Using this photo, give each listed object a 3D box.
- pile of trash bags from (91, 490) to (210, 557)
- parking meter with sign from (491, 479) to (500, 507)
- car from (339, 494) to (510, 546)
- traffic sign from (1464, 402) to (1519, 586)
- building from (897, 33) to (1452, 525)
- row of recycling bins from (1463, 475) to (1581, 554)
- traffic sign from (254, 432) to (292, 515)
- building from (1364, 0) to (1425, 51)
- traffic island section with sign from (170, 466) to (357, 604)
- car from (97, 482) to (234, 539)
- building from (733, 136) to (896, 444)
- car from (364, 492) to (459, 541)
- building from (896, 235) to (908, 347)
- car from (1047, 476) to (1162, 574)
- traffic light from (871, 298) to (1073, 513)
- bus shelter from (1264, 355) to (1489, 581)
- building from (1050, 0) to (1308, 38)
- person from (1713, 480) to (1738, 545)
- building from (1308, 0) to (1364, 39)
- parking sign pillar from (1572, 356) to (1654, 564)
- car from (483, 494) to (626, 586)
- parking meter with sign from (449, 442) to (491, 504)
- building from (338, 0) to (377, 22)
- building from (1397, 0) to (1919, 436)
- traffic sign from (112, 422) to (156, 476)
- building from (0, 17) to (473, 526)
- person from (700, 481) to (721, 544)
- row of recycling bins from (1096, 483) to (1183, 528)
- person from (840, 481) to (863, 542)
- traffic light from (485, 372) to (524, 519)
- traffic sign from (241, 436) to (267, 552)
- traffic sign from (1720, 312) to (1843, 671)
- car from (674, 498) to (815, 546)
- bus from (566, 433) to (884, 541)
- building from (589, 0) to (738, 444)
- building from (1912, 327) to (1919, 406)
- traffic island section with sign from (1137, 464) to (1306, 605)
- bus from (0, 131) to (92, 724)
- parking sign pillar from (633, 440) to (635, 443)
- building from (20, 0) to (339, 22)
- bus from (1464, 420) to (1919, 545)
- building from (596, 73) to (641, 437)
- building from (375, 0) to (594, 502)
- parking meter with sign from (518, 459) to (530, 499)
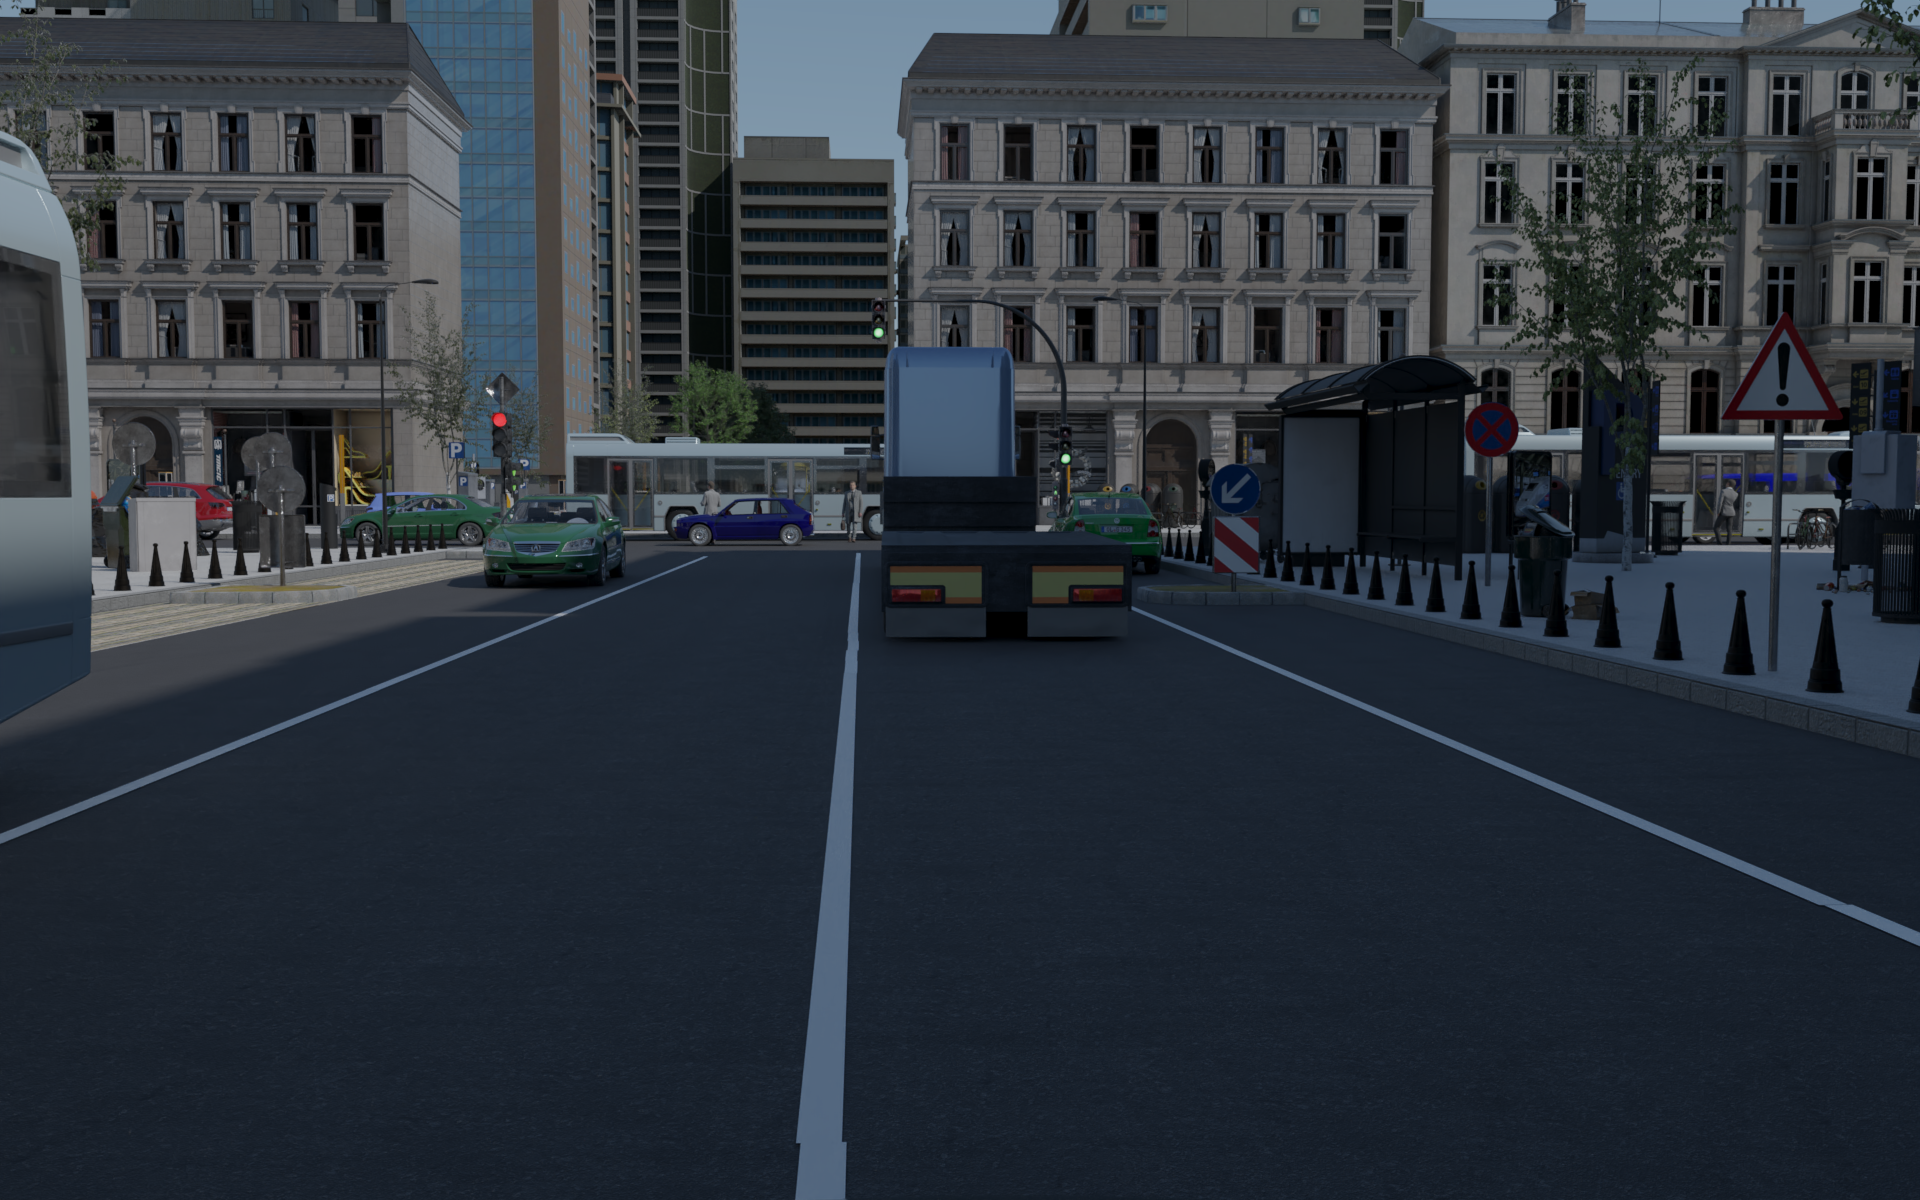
[{"bbox_3d":[-17.245,-1.595,35.835,3.447,1.369,1.912,2,4,28],"label":"pile of trash bags"},{"bbox_3d":[-24.659,-5.751,90.294,1.738,3.016,0.543,1,4,17],"label":"parking meter with sign"},{"bbox_3d":[-14.939,-2.257,48.695,4.920,1.459,2.131,0,4,-2],"label":"car"},{"bbox_3d":[7.350,-1.464,24.046,0.768,2.556,0.104,0,4,-2],"label":"traffic sign"},{"bbox_3d":[-0.810,-13.638,73.885,40.483,20.767,10.553,0,4,-3],"label":"building"},{"bbox_3d":[12.367,-1.867,37.636,3.534,1.692,1.069,0,4,0],"label":"row of recycling bins"},{"bbox_3d":[-14.135,-2.174,35.644,0.768,2.556,0.104,0,4,-3],"label":"traffic sign"},{"bbox_3d":[53.119,-49.017,239.673,20.611,71.187,20.563,0,4,-3],"label":"building"},{"bbox_3d":[-9.309,-0.905,23.418,1.989,1.847,2.006,0,4,-3],"label":"traffic island section with sign"},{"bbox_3d":[-25.299,-2.766,53.902,5.304,1.827,2.281,0,4,-4],"label":"car"},{"bbox_3d":[-19.679,-37.556,237.745,21.600,48.544,21.300,0,4,-3],"label":"building"},{"bbox_3d":[-16.667,-2.715,53.978,3.694,1.707,1.945,0,4,-2],"label":"car"},{"bbox_3d":[2.963,-33.770,244.019,23.993,40.220,32.217,0,4,-3],"label":"building"},{"bbox_3d":[2.657,-1.450,32.500,1.959,1.807,4.718,0,4,-2],"label":"car"},{"bbox_3d":[0.325,-4.024,40.461,4.771,5.953,1.251,0,4,-3],"label":"traffic light"},{"bbox_3d":[6.538,-2.084,27.989,2.014,3.302,5.546,0,4,-3],"label":"bus shelter"},{"bbox_3d":[19.290,-33.065,164.321,21.300,48.544,21.600,0,4,-3],"label":"building"},{"bbox_3d":[19.603,-2.185,44.399,0.592,1.802,0.473,0,4,0],"label":"person"},{"bbox_3d":[19.811,-31.729,142.478,21.300,48.544,21.600,0,4,-3],"label":"building"},{"bbox_3d":[12.298,-2.695,32.536,1.447,3.967,1.447,-2,4,-28],"label":"parking sign pillar"},{"bbox_3d":[-6.580,-1.017,28.425,2.131,1.459,4.920,0,4,-5],"label":"car"},{"bbox_3d":[-16.722,-3.835,58.961,0.543,3.016,1.738,1,4,11],"label":"parking meter with sign"},{"bbox_3d":[-40.261,-43.531,149.982,20.563,71.187,20.611,0,4,-3],"label":"building"},{"bbox_3d":[36.653,-15.794,77.310,34.723,24.649,14.460,0,4,-3],"label":"building"},{"bbox_3d":[-14.670,-1.875,30.768,0.768,2.556,0.104,0,4,-2],"label":"traffic sign"},{"bbox_3d":[-41.610,-13.479,71.289,40.483,20.767,10.553,0,4,-3],"label":"building"},{"bbox_3d":[-7.208,-2.513,49.780,0.606,1.804,0.583,-3,5,-41],"label":"person"},{"bbox_3d":[6.914,-3.656,66.886,3.534,1.692,1.069,2,4,24],"label":"row of recycling bins"},{"bbox_3d":[-3.225,-2.617,51.390,0.694,1.812,0.767,0,4,8],"label":"person"},{"bbox_3d":[-10.532,-3.123,39.977,0.839,4.253,0.868,0,4,-3],"label":"traffic light"},{"bbox_3d":[-15.526,-2.338,38.333,0.768,2.556,0.104,0,4,1],"label":"traffic sign"},{"bbox_3d":[5.891,-0.763,12.481,0.884,2.594,0.081,0,4,-2],"label":"traffic sign"},{"bbox_3d":[-5.997,-2.190,48.380,3.894,1.354,1.945,0,4,-3],"label":"car"},{"bbox_3d":[-5.388,-3.618,54.017,13.247,3.499,2.948,0,4,-5],"label":"bus"},{"bbox_3d":[-41.056,-48.749,235.298,20.611,71.187,20.563,0,4,-3],"label":"building"},{"bbox_3d":[24.021,-13.761,18.498,14.314,27.812,24.014,0,4,-3],"label":"building"},{"bbox_3d":[3.440,-0.899,23.324,1.989,1.847,2.006,0,4,-3],"label":"traffic island section with sign"},{"bbox_3d":[-5.450,-0.453,2.264,2.948,3.499,13.247,0,4,-3],"label":"bus"},{"bbox_3d":[-16.729,-5.965,85.995,1.447,3.967,1.447,0,4,3],"label":"parking sign pillar"},{"bbox_3d":[-73.847,-35.485,169.413,27.495,52.752,28.713,0,4,-3],"label":"building"},{"bbox_3d":[19.632,-3.157,46.482,13.247,3.499,2.948,0,4,-3],"label":"bus"},{"bbox_3d":[-45.933,-31.846,175.308,28.867,44.769,22.147,0,4,-3],"label":"building"},{"bbox_3d":[-36.500,-29.570,133.582,14.600,45.320,14.200,0,4,-3],"label":"building"},{"bbox_3d":[-21.624,-5.469,85.681,0.543,3.016,1.738,0,4,-8],"label":"parking meter with sign"}]
